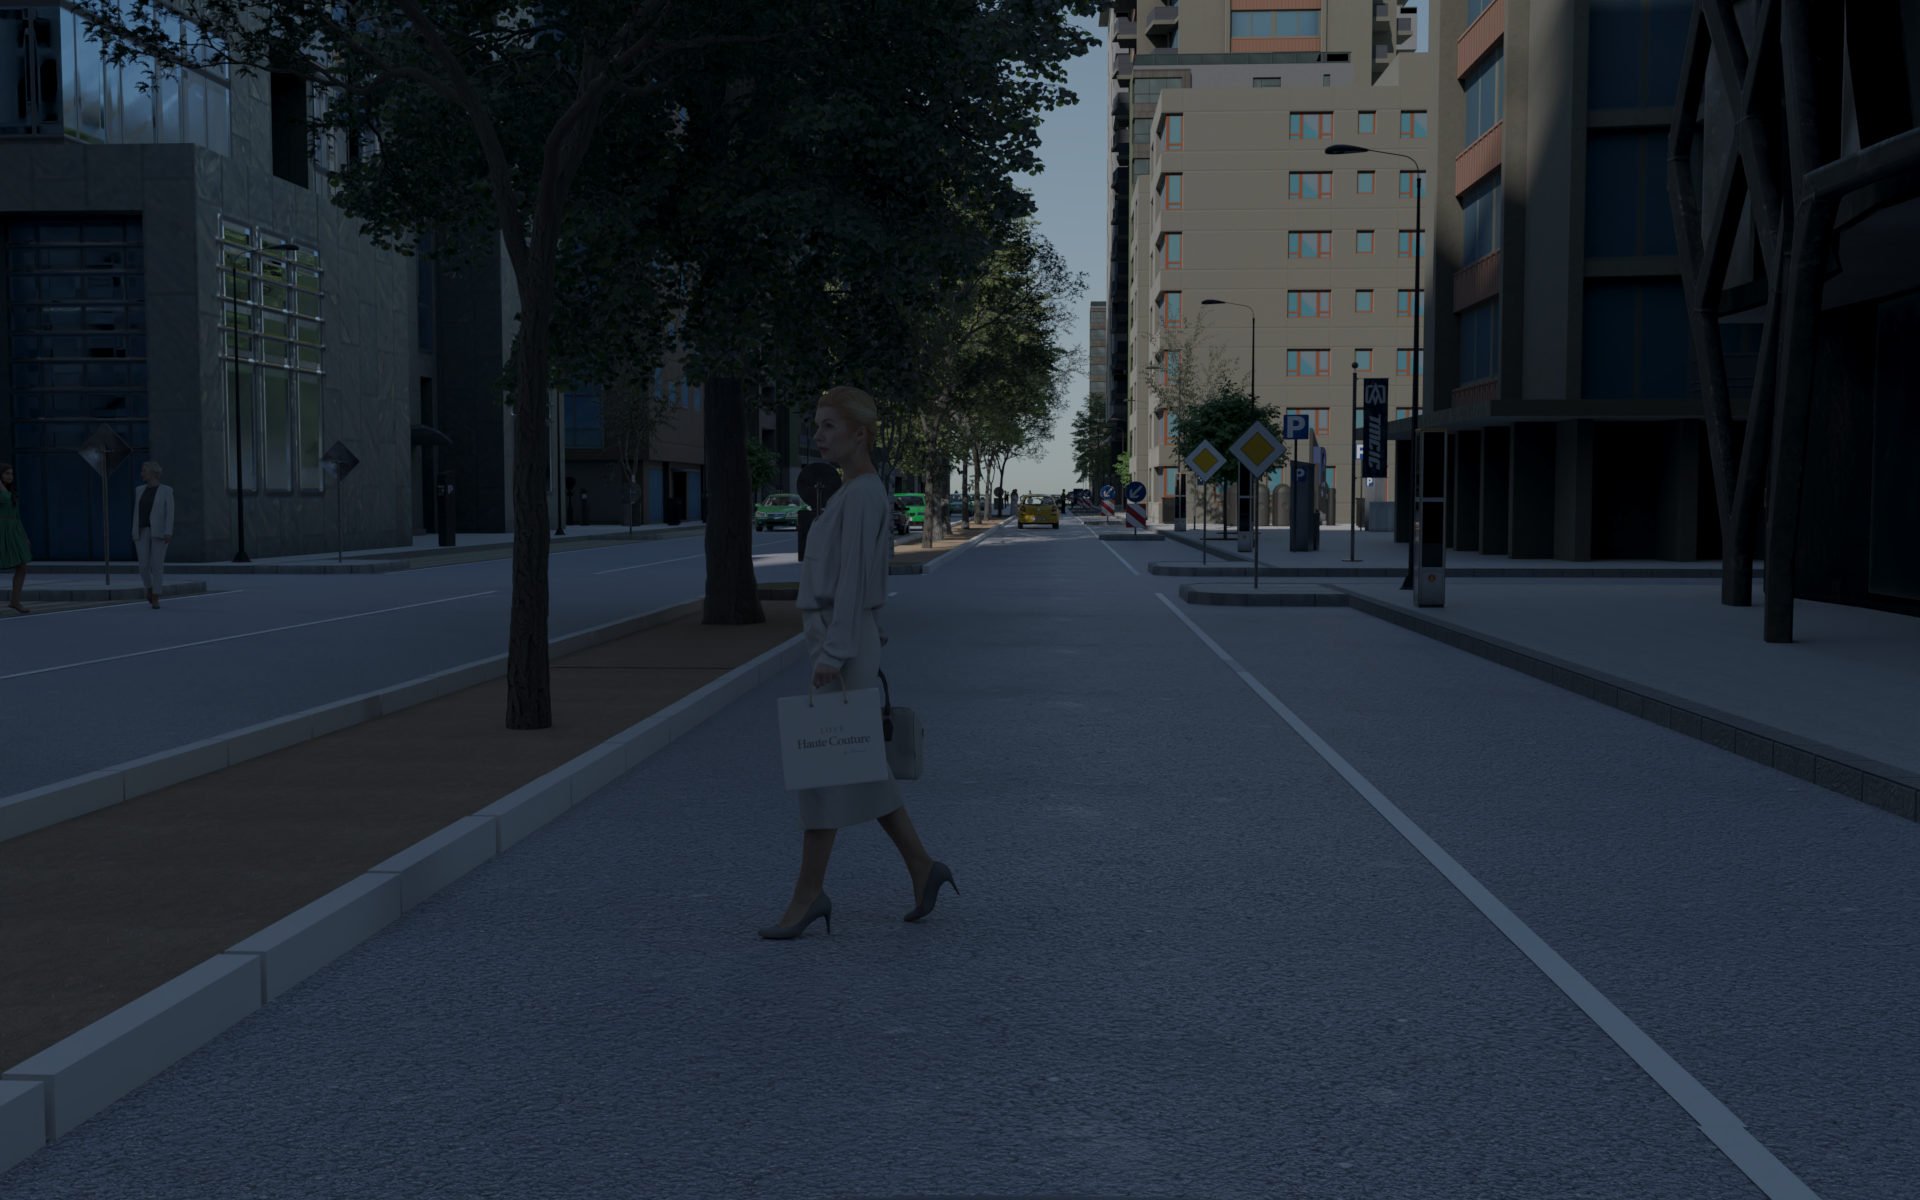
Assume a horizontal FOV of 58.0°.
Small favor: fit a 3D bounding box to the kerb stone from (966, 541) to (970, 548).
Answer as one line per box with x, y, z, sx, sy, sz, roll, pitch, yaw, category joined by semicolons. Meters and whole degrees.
0.119;-1.381;44.770;0.120;0.150;1.000;0;4;3;kerb stone

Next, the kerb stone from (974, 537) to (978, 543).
0.341;-1.632;48.878;0.120;0.150;1.000;0;4;3;kerb stone

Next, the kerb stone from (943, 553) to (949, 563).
-0.367;-0.815;35.566;0.120;0.150;1.000;0;4;3;kerb stone

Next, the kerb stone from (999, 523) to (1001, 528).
1.491;-2.946;70.376;0.120;0.150;1.000;0;4;3;kerb stone

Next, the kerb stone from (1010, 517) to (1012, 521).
2.415;-4.011;87.781;0.120;0.150;1.000;0;4;3;kerb stone

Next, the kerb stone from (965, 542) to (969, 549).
0.068;-1.318;43.749;0.120;0.150;1.000;0;4;3;kerb stone

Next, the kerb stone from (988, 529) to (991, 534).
0.898;-2.257;59.116;0.120;0.150;1.000;0;4;3;kerb stone

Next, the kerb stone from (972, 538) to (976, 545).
0.295;-1.569;47.848;0.120;0.150;1.000;0;4;3;kerb stone

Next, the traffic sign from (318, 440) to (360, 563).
-11.577;-1.753;32.310;0.795;2.450;0.064;0;4;3;traffic sign

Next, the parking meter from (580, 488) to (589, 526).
-15.174;-3.766;69.978;0.372;1.533;0.369;0;3;0;parking meter

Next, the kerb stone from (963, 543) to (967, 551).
0.021;-1.256;42.728;0.120;0.150;1.000;0;4;3;kerb stone

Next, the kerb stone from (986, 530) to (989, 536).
0.784;-2.125;57.064;0.120;0.150;1.000;0;4;3;kerb stone

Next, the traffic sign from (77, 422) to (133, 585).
-12.003;-1.266;24.336;0.795;2.450;0.064;0;4;3;traffic sign

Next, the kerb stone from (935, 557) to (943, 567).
-0.478;-0.693;33.522;0.120;0.150;1.000;0;4;3;kerb stone

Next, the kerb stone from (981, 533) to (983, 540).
0.561;-1.877;52.977;0.120;0.150;1.000;0;4;3;kerb stone

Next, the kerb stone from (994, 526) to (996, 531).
1.156;-2.571;64.237;0.120;0.150;1.000;0;4;3;kerb stone

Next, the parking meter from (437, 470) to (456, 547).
-12.551;-2.238;42.308;0.255;1.863;0.399;2;4;25;parking meter

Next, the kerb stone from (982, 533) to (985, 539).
0.617;-1.945;53.997;0.120;0.150;1.000;0;4;3;kerb stone

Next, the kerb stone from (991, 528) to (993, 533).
0.996;-2.382;61.170;0.120;0.150;1.000;0;4;3;kerb stone

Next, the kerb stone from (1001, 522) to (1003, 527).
1.646;-3.134;73.452;0.120;0.150;1.000;0;4;3;kerb stone

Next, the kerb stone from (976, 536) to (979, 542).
0.399;-1.695;49.910;0.120;0.150;1.000;0;4;3;kerb stone

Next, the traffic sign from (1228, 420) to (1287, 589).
4.018;-1.212;23.464;0.795;2.450;0.064;0;4;3;traffic sign

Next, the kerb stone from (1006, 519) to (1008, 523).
2.027;-3.574;80.626;0.120;0.150;1.000;0;4;3;kerb stone

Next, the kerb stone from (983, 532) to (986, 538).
0.673;-2.008;55.023;0.120;0.150;1.000;0;4;3;kerb stone

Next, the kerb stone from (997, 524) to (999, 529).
1.381;-2.822;68.331;0.120;0.150;1.000;0;4;3;kerb stone

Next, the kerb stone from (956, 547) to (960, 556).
-0.152;-1.068;39.662;0.120;0.150;1.000;0;4;3;kerb stone

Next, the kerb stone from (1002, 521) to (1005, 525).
1.763;-3.260;75.503;0.120;0.150;1.000;0;4;3;kerb stone

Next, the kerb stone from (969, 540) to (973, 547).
0.181;-1.443;45.794;0.120;0.150;1.000;0;4;3;kerb stone

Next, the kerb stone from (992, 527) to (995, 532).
1.105;-2.507;63.213;0.120;0.150;1.000;0;4;3;kerb stone

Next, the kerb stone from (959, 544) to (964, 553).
-0.039;-1.193;41.708;0.120;0.150;1.000;0;4;3;kerb stone

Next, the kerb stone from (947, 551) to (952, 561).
-0.310;-0.880;36.586;0.120;0.150;1.000;0;4;3;kerb stone

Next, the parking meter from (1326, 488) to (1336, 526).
14.995;-3.766;69.977;0.372;1.533;0.369;0;3;0;parking meter

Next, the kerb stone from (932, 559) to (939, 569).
-0.533;-0.630;32.499;0.120;0.150;1.000;0;4;3;kerb stone

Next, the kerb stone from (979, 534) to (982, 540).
0.510;-1.820;51.951;0.120;0.150;1.000;0;4;3;kerb stone

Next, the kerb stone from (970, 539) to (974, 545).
0.231;-1.506;46.816;0.120;0.150;1.000;0;4;3;kerb stone

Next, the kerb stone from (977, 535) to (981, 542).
0.450;-1.758;50.931;0.120;0.150;1.000;0;4;3;kerb stone

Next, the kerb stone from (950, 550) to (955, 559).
-0.248;-0.938;37.607;0.120;0.150;1.000;0;4;3;kerb stone

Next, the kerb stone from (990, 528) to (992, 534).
0.948;-2.317;60.150;0.120;0.150;1.000;0;4;3;kerb stone

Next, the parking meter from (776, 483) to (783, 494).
-9.807;-5.408;94.138;0.255;1.863;0.399;1;4;21;parking meter

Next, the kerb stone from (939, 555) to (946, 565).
-0.429;-0.755;34.543;0.120;0.150;1.000;0;4;3;kerb stone

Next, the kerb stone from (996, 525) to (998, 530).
1.269;-2.696;66.281;0.120;0.150;1.000;0;4;3;kerb stone

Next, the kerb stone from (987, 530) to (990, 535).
0.836;-2.195;58.089;0.120;0.150;1.000;0;4;3;kerb stone

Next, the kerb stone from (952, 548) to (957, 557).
-0.202;-1.002;38.641;0.120;0.150;1.000;0;4;3;kerb stone

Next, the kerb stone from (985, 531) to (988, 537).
0.730;-2.069;56.043;0.120;0.150;1.000;0;4;3;kerb stone

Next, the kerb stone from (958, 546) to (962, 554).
-0.095;-1.131;40.684;0.120;0.150;1.000;0;4;3;kerb stone
